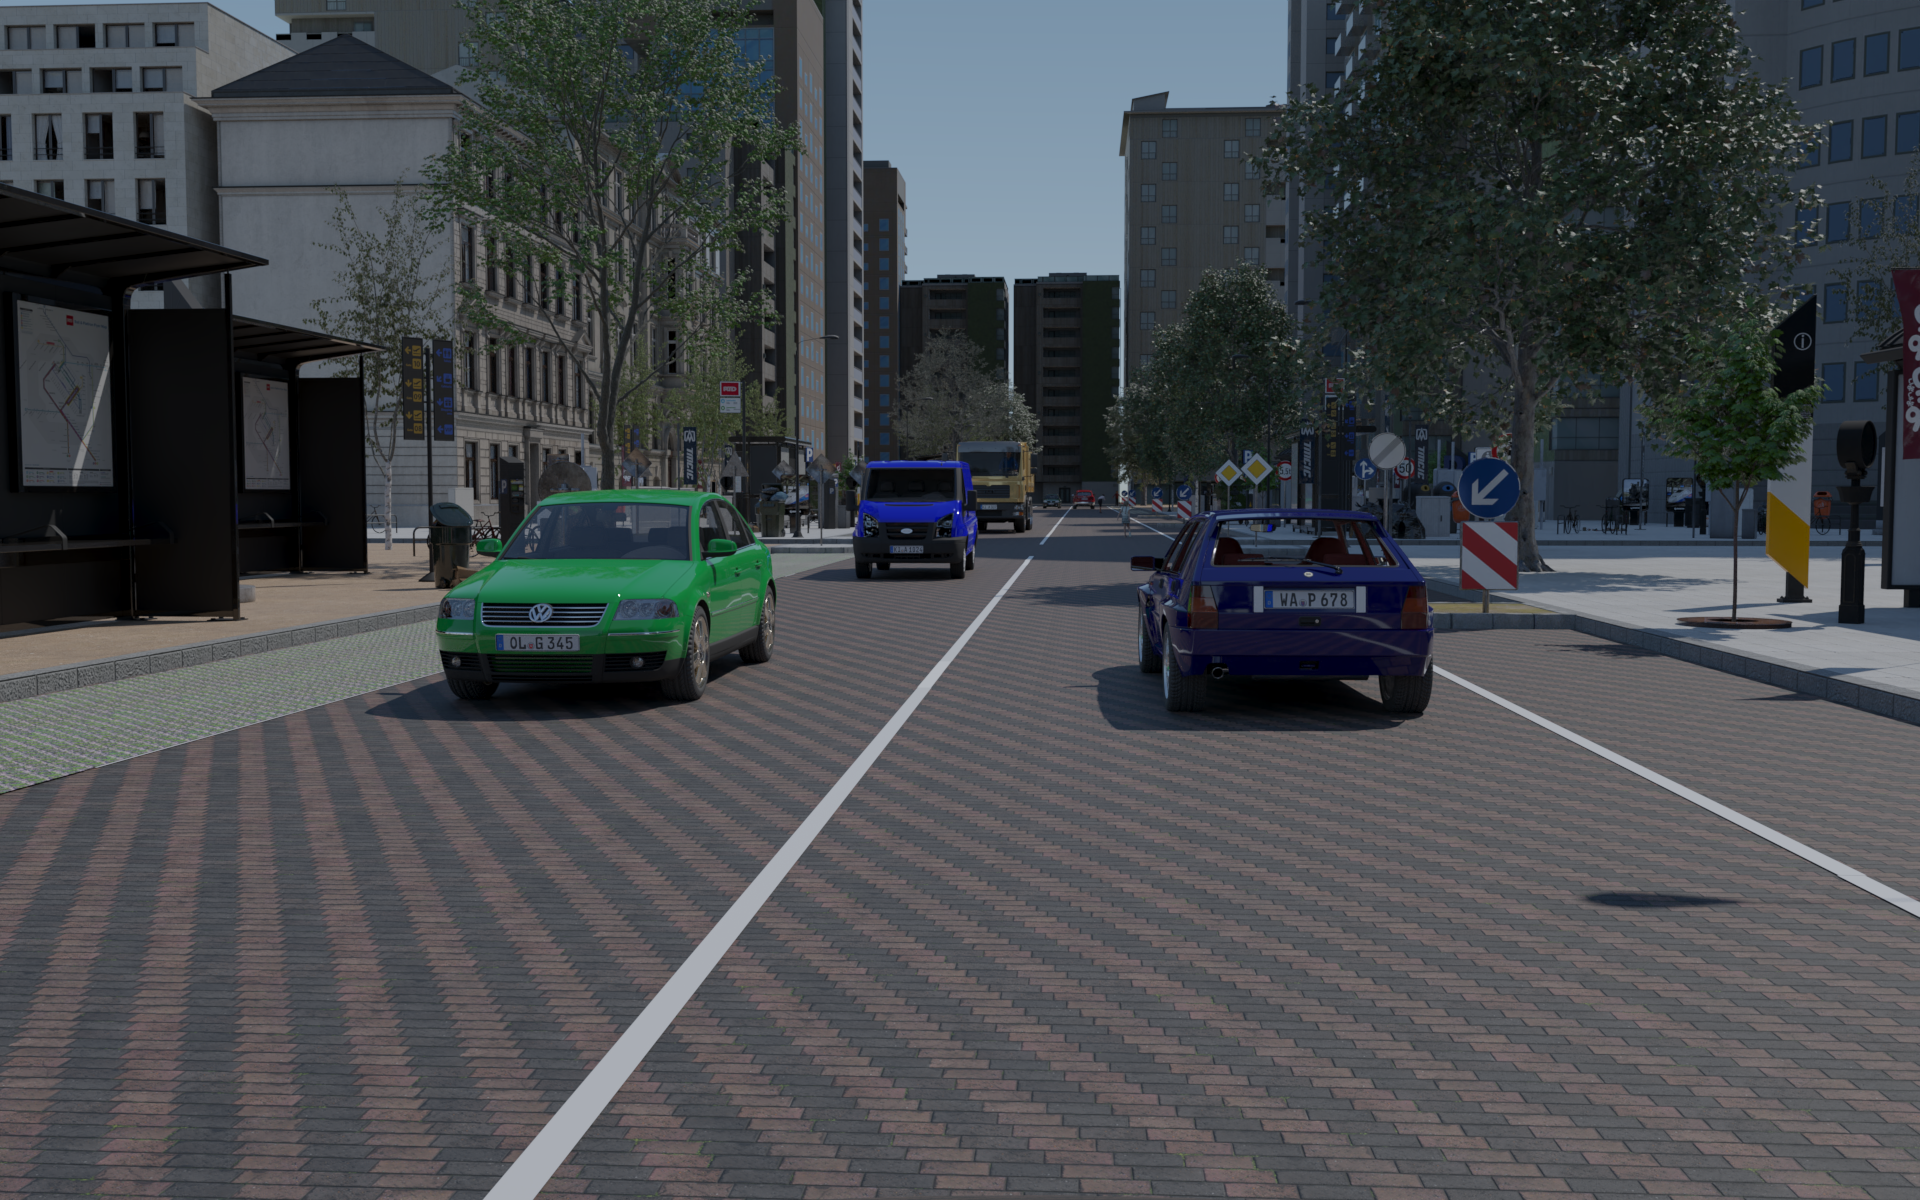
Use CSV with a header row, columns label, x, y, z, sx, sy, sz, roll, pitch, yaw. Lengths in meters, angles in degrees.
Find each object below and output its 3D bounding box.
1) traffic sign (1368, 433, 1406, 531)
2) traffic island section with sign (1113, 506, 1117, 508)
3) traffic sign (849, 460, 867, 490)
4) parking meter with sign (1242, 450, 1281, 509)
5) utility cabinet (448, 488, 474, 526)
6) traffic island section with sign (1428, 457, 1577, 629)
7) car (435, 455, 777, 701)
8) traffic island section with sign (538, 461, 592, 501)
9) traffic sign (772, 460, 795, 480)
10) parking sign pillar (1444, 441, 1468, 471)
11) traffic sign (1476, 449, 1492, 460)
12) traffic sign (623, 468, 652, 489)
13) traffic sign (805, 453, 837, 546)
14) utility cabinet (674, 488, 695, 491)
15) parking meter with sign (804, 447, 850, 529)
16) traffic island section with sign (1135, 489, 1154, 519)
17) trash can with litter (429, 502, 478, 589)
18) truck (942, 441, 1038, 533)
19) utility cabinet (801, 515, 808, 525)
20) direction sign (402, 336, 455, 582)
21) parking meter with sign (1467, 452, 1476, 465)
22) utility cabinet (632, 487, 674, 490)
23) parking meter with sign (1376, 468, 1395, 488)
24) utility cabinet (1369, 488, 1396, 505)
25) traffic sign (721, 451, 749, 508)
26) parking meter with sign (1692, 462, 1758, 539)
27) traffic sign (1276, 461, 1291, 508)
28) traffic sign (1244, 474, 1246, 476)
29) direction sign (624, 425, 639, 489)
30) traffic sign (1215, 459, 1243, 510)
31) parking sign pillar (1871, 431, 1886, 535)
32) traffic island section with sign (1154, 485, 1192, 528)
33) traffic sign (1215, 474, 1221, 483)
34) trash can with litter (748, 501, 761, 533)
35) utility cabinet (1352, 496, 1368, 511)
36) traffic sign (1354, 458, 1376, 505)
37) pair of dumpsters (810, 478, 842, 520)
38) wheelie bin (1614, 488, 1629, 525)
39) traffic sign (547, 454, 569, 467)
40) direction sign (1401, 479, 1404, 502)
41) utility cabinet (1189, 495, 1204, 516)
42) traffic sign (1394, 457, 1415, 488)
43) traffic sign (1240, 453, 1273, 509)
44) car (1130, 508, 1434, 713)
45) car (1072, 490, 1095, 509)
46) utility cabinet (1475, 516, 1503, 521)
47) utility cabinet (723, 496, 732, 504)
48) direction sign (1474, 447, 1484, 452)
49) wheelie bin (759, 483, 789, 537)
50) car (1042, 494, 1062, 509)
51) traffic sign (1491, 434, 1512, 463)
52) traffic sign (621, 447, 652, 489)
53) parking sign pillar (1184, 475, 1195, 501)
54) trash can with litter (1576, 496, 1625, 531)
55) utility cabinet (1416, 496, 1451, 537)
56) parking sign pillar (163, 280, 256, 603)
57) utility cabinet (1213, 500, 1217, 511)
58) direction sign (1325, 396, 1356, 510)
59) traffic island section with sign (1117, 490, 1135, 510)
label,x,y,z,sx,sy,sz,roll,pitch,yaw
traffic sign,8.847,-2.193,35.969,0.768,2.556,0.104,0,4,6
traffic island section with sign,16.878,-10.426,179.090,1.989,1.847,2.006,0,4,4
traffic sign,-2.864,-2.882,50.758,0.795,2.450,0.064,0,4,4
parking meter with sign,11.838,-4.374,67.783,0.543,3.016,1.738,-3,4,-37
utility cabinet,-17.517,-3.185,60.761,0.318,1.500,1.173,1,4,15
traffic island section with sign,5.622,-0.657,19.367,1.989,1.847,2.006,0,4,4
car,-2.583,-0.286,13.469,1.959,1.807,4.718,0,4,3
traffic island section with sign,-4.716,-0.706,20.170,1.989,1.847,2.006,0,4,4
traffic sign,-5.943,-3.495,58.321,0.795,2.450,0.064,0,4,5
parking sign pillar,24.949,-6.030,87.062,1.447,3.967,1.447,-3,5,-42
traffic sign,11.646,-2.202,38.133,0.606,2.300,0.079,1,4,13
traffic sign,-9.462,-3.110,50.845,0.884,2.594,0.081,1,4,9
traffic sign,-3.425,-2.395,42.793,0.795,2.450,0.064,0,4,4
utility cabinet,-10.256,-3.333,63.178,1.173,1.500,0.318,2,4,25
parking meter with sign,-4.916,-4.174,64.512,1.738,3.016,0.543,2,4,25
traffic island section with sign,11.413,-5.680,101.494,1.989,1.847,2.006,0,4,4
trash can with litter,-6.735,-0.737,23.437,0.624,1.170,1.055,-3,5,-42
truck,1.365,-4.295,66.142,3.469,3.379,9.791,0,4,5
utility cabinet,-6.726,-3.785,70.565,1.173,1.500,0.318,-3,5,-43
direction sign,-7.745,-2.037,25.299,0.379,3.537,0.876,2,4,35
parking meter with sign,21.185,-4.671,72.624,0.543,3.016,1.738,0,4,-8
utility cabinet,-9.226,-2.639,51.824,1.173,1.500,0.318,-3,5,-44
parking meter with sign,26.889,-6.979,110.366,1.738,3.016,0.543,-1,4,-8
utility cabinet,14.310,-3.061,58.723,0.318,1.500,1.173,-1,4,-19
traffic sign,-6.796,-3.195,52.238,0.884,2.594,0.081,1,4,11
parking meter with sign,22.020,-3.278,49.849,1.738,3.016,0.543,3,4,36
traffic sign,12.438,-4.047,66.270,0.768,2.556,0.104,1,4,9
traffic sign,17.195,-6.340,103.759,0.768,2.556,0.104,1,4,10
direction sign,-10.764,-3.968,56.868,0.379,3.537,0.876,1,4,22
traffic sign,7.752,-2.835,49.992,0.795,2.450,0.064,0,4,4
parking sign pillar,29.277,-4.005,53.957,1.447,3.967,1.447,-1,4,-19
traffic island section with sign,9.509,-4.035,74.606,1.989,1.847,2.006,0,4,4
traffic sign,14.034,-5.674,92.881,0.768,2.556,0.104,1,4,9
trash can with litter,-6.645,-2.828,57.621,0.624,1.170,1.055,2,4,34
utility cabinet,15.124,-3.340,65.776,0.306,1.237,1.020,-1,4,-14
traffic sign,14.423,-3.767,61.691,0.768,2.556,0.104,1,4,8
pair of dumpsters,-6.827,-5.064,85.295,1.574,2.255,4.437,0,4,4
wheelie bin,28.032,-3.989,73.126,0.693,1.594,0.980,0,4,5
traffic sign,-10.234,-2.570,44.153,0.606,2.300,0.079,1,4,12
direction sign,25.332,-6.559,99.229,0.379,3.537,0.876,0,4,4
utility cabinet,13.867,-5.517,101.366,0.306,1.237,1.020,-2,4,-35
traffic sign,15.228,-3.620,59.294,0.768,2.556,0.104,1,4,10
traffic sign,7.191,-2.348,42.027,0.795,2.450,0.064,0,4,4
car,2.256,-0.008,12.718,1.945,1.354,3.894,0,4,2
car,11.918,-9.675,166.862,2.281,1.827,5.304,0,4,2
utility cabinet,15.349,-2.498,49.518,1.173,1.500,0.318,3,4,37
utility cabinet,-8.195,-2.941,59.245,0.306,1.237,1.020,2,4,27
direction sign,25.095,-5.619,83.872,0.379,3.537,0.876,-1,4,-11
wheelie bin,-5.558,-2.665,51.488,0.980,1.594,0.693,1,4,14
car,9.124,-9.894,171.553,2.009,1.686,4.222,0,4,6
traffic sign,11.443,-2.201,36.084,0.768,2.556,0.104,1,4,11
traffic sign,-7.993,-2.547,42.823,0.795,2.450,0.064,1,4,9
parking sign pillar,16.034,-8.102,120.946,1.447,3.967,1.447,0,4,-8
trash can with litter,22.263,-3.005,60.182,2.233,1.210,1.678,-1,4,-12
utility cabinet,14.183,-2.492,51.912,1.020,1.237,0.306,-1,4,-18
parking sign pillar,-9.127,-1.953,20.411,1.447,3.967,1.447,3,5,42
utility cabinet,14.958,-5.360,98.794,1.020,1.237,0.306,-1,4,-9
direction sign,8.849,-2.955,40.313,0.379,3.537,0.876,-3,4,-37
traffic island section with sign,14.941,-8.743,151.571,1.989,1.847,2.006,0,4,4
